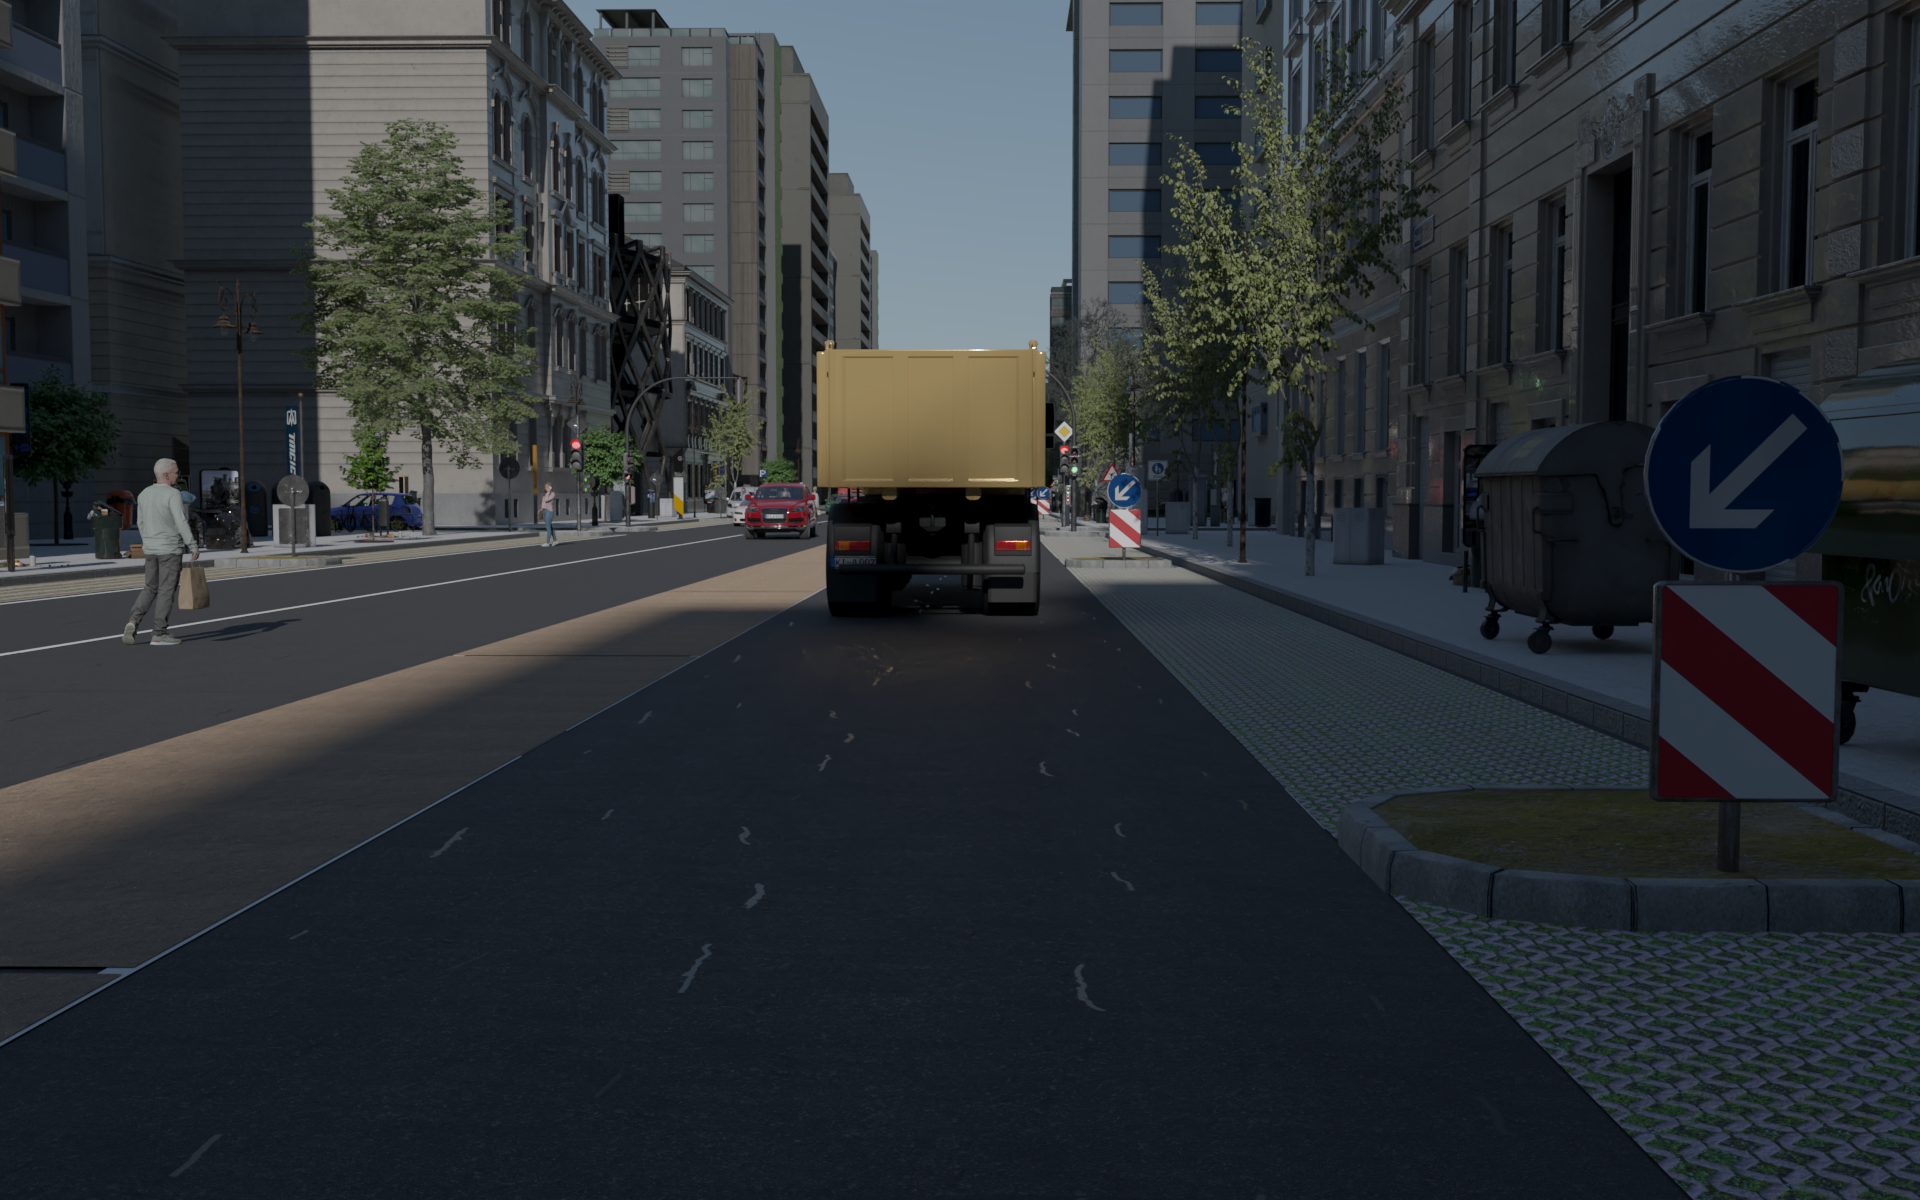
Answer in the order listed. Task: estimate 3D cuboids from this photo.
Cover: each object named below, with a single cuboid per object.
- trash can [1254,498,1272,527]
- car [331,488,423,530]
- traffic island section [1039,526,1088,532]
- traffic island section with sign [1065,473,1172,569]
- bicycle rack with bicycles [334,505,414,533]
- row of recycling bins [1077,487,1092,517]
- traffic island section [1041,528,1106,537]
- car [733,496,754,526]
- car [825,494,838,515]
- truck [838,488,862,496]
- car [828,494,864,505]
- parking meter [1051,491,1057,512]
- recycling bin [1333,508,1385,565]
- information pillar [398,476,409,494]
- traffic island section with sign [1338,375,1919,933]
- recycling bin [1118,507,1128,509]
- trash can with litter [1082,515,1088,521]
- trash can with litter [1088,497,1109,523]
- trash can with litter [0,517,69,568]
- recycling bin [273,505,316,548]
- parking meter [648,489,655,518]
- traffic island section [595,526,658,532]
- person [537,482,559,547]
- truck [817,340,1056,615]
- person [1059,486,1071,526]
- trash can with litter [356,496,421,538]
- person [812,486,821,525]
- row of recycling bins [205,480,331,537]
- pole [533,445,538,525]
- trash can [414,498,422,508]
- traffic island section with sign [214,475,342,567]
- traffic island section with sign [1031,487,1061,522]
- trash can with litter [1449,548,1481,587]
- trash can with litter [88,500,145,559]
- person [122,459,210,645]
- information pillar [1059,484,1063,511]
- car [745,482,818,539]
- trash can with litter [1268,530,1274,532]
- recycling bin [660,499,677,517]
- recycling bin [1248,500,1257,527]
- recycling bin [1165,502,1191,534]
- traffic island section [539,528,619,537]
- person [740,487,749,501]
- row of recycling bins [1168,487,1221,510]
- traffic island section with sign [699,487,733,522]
[{"bbox_3d":[11.653,-3.365,66.669,0.748,1.137,0.748,0,3,0],"label":"trash can"},{"bbox_3d":[-21.595,-3.288,63.356,3.694,1.707,1.945,0,4,1],"label":"car"},{"bbox_3d":[4.052,-2.741,67.099,2.009,0.180,2.903,0,4,1],"label":"traffic island section"},{"bbox_3d":[3.073,-1.556,34.065,1.989,1.847,2.006,0,4,1],"label":"traffic island section with sign"},{"bbox_3d":[-19.963,-2.753,58.389,2.852,0.926,2.925,2,4,24],"label":"bicycle rack with bicycles"},{"bbox_3d":[6.965,-5.572,98.213,1.069,1.692,3.534,0,4,0],"label":"row of recycling bins"},{"bbox_3d":[3.894,-2.253,59.115,2.009,0.180,2.903,0,4,1],"label":"traffic island section"},{"bbox_3d":[-9.026,-4.023,78.134,2.083,1.381,4.827,0,4,3],"label":"car"},{"bbox_3d":[-8.354,-6.706,121.447,2.131,1.459,4.920,0,4,2],"label":"car"},{"bbox_3d":[-4.978,-6.305,91.993,2.839,4.237,11.283,0,3,0],"label":"truck"},{"bbox_3d":[-4.966,-4.149,79.631,2.131,1.459,4.920,0,4,1],"label":"car"},{"bbox_3d":[6.687,-7.020,123.194,0.372,1.533,0.369,0,3,0],"label":"parking meter"},{"bbox_3d":[7.303,-1.172,31.710,0.722,1.027,0.722,3,4,38],"label":"recycling bin"},{"bbox_3d":[-22.447,-4.001,69.913,0.304,2.012,0.304,1,4,21],"label":"information pillar"},{"bbox_3d":[2.530,0.126,6.572,1.989,1.847,2.006,0,4,1],"label":"traffic island section with sign"},{"bbox_3d":[10.700,-6.076,111.901,0.722,1.027,0.722,-1,4,-21],"label":"recycling bin"},{"bbox_3d":[6.248,-4.287,81.487,1.055,1.170,0.624,1,4,12],"label":"trash can with litter"},{"bbox_3d":[6.311,-3.955,76.059,0.624,1.170,1.055,3,5,43],"label":"trash can with litter"},{"bbox_3d":[-17.135,-1.212,30.876,2.233,1.210,1.678,3,4,37],"label":"trash can with litter"},{"bbox_3d":[-15.995,-1.778,41.622,0.722,1.027,0.722,3,4,36],"label":"recycling bin"},{"bbox_3d":[-16.268,-5.069,91.288,0.372,1.533,0.369,0,3,0],"label":"parking meter"},{"bbox_3d":[-12.936,-2.762,67.437,2.009,0.180,2.903,0,4,1],"label":"traffic island section"},{"bbox_3d":[-11.255,-2.350,47.519,0.643,1.750,0.593,-3,5,-41],"label":"person"},{"bbox_3d":[-0.257,-1.722,24.078,3.469,3.379,9.791,0,4,1],"label":"truck"},{"bbox_3d":[4.259,-3.731,69.924,0.576,1.772,0.534,-1,4,-18],"label":"person"},{"bbox_3d":[-17.110,-2.460,51.275,1.678,1.210,2.233,-3,5,-41],"label":"trash can with litter"},{"bbox_3d":[-6.673,-4.300,79.165,0.624,1.780,0.694,-2,4,-29],"label":"person"},{"bbox_3d":[-20.919,-2.770,52.397,3.534,1.692,1.069,-2,4,-25],"label":"row of recycling bins"},{"bbox_3d":[-17.701,-4.792,72.192,0.158,3.312,0.155,0,3,0],"label":"pole"},{"bbox_3d":[-21.594,-3.467,68.334,0.748,1.137,0.748,0,3,0],"label":"trash can"},{"bbox_3d":[-13.575,-1.598,34.757,1.989,1.847,2.006,0,4,1],"label":"traffic island section with sign"},{"bbox_3d":[4.155,-4.902,88.771,1.989,1.847,2.006,0,4,1],"label":"traffic island section with sign"},{"bbox_3d":[7.132,-0.770,23.978,0.624,1.170,1.055,-1,4,-16],"label":"trash can with litter"},{"bbox_3d":[-16.636,-1.401,34.287,1.055,1.170,0.624,-3,5,-39],"label":"trash can with litter"},{"bbox_3d":[-7.505,-0.452,16.379,0.782,1.767,0.515,2,4,24],"label":"person"},{"bbox_3d":[7.575,-7.624,129.141,0.304,2.012,0.304,2,4,34],"label":"information pillar"},{"bbox_3d":[-5.783,-2.915,56.328,2.281,1.827,5.304,0,4,-1],"label":"car"},{"bbox_3d":[11.122,-2.892,58.336,1.678,1.210,2.233,-1,4,-14],"label":"trash can with litter"},{"bbox_3d":[-16.162,-5.100,95.939,0.722,1.027,0.722,1,4,14],"label":"recycling bin"},{"bbox_3d":[11.888,-3.433,68.680,0.722,1.027,0.722,2,4,32],"label":"recycling bin"},{"bbox_3d":[7.042,-2.654,55.947,0.722,1.027,0.722,1,4,15],"label":"recycling bin"},{"bbox_3d":[-13.094,-2.274,59.453,2.009,0.180,2.903,0,4,1],"label":"traffic island section"},{"bbox_3d":[-11.594,-5.213,93.991,0.793,1.790,0.793,0,4,-4],"label":"person"},{"bbox_3d":[13.332,-5.441,96.075,3.534,1.692,1.069,0,4,2],"label":"row of recycling bins"},{"bbox_3d":[-12.486,-4.998,90.337,1.989,1.847,2.006,0,4,1],"label":"traffic island section with sign"}]
